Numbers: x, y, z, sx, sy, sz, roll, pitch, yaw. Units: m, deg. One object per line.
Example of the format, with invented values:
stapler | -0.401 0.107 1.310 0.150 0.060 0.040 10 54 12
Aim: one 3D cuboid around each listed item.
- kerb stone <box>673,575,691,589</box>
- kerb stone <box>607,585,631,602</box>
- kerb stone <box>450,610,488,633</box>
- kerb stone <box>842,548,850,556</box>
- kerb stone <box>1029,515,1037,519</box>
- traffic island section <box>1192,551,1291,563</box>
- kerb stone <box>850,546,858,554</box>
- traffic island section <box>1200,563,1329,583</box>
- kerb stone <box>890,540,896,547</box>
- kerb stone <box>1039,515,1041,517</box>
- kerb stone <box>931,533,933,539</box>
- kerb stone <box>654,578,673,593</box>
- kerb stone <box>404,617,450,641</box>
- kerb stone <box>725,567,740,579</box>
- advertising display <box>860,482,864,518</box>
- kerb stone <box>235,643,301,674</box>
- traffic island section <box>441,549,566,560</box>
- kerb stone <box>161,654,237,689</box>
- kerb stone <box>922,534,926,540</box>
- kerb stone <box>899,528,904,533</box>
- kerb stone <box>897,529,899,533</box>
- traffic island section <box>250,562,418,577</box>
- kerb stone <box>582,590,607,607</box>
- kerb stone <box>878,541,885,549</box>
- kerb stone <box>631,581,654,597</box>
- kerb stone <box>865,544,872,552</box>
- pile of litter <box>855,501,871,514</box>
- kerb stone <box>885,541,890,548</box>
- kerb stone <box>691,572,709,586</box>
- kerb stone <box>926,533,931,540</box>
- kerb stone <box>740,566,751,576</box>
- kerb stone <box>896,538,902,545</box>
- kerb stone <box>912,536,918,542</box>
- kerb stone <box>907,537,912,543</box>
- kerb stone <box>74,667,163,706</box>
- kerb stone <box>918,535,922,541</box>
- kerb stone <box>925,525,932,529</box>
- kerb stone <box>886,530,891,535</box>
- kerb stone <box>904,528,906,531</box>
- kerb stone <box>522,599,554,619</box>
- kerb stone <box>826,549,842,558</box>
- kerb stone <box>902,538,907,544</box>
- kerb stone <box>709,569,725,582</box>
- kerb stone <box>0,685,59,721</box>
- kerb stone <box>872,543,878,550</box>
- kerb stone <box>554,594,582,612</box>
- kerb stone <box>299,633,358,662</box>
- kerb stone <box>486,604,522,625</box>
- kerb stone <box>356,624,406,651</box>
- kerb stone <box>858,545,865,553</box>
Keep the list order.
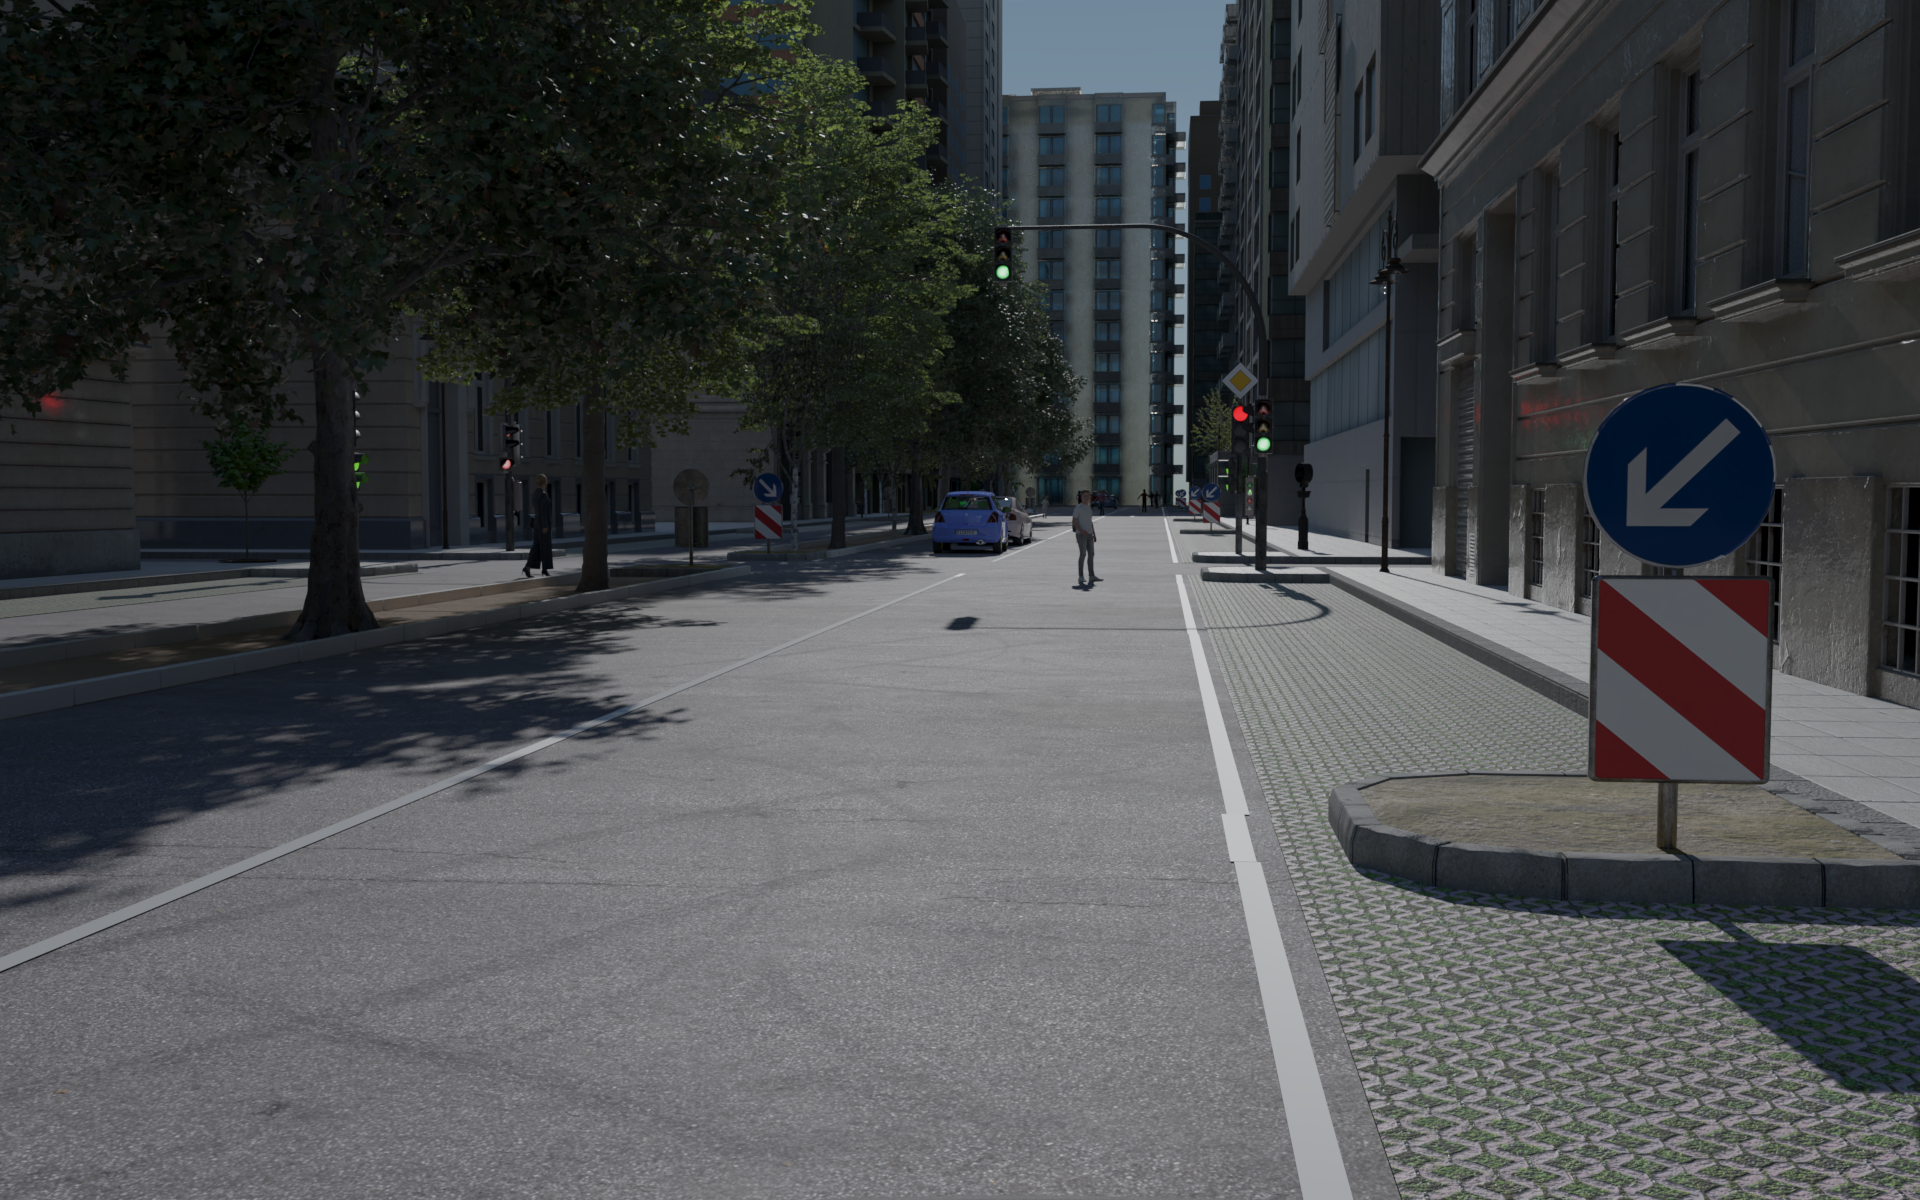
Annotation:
kerb stone | -4.340 -0.262 26.475 0.120 0.150 1.000 0 4 7
kerb stone | -4.690 -0.070 23.418 0.120 0.150 1.000 0 4 7
kerb stone | -5.275 0.241 18.327 0.120 0.150 1.000 0 4 7
kerb stone | -2.757 -1.103 40.223 0.120 0.150 1.000 0 4 7
kerb stone | 4.267 -4.842 101.358 0.120 0.150 1.000 0 4 7
traffic island section | 5.993 -0.908 37.124 2.009 0.180 2.903 0 4 7
kerb stone | -2.643 -1.163 41.239 0.120 0.150 1.000 0 4 7
traffic island section | 5.081 -0.423 29.191 2.009 0.180 2.903 0 4 7
kerb stone | -1.941 -1.538 47.342 0.120 0.150 1.000 0 4 7
kerb stone | 4.625 -5.023 104.405 0.120 0.150 1.000 0 4 7
kerb stone | -0.996 -2.036 55.510 0.120 0.150 1.000 0 4 7
kerb stone | -4.451 -0.198 25.459 0.120 0.150 1.000 0 4 7
kerb stone | -5.386 0.299 17.306 0.120 0.150 1.000 0 4 7
kerb stone | -3.982 -0.449 29.532 0.120 0.150 1.000 0 4 7
advertising display | -5.321 -5.427 93.941 0.123 1.923 0.974 0 4 -7
kerb stone | -5.744 0.492 14.242 0.120 0.150 1.000 0 4 7
traffic island section | -10.141 -1.021 38.978 2.009 0.180 2.903 0 4 7
kerb stone | -5.863 0.554 13.222 0.120 0.150 1.000 0 4 7
kerb stone | -1.239 -1.913 53.471 0.120 0.150 1.000 0 4 7
kerb stone | -2.274 -2.481 62.856 0.120 0.150 1.000 0 4 7
kerb stone | -2.390 -2.425 61.838 0.120 0.150 1.000 0 4 7
traffic island section | -11.054 -0.536 31.045 2.009 0.180 2.903 0 4 7
kerb stone | -4.809 -0.012 22.397 0.120 0.150 1.000 0 4 7
kerb stone | -2.171 -1.413 45.304 0.120 0.150 1.000 0 4 7
kerb stone | -4.566 -0.137 24.443 0.120 0.150 1.000 0 4 7
kerb stone | -2.405 -1.289 43.270 0.120 0.150 1.000 0 4 7
pile of litter | -6.405 -5.841 109.472 1.719 0.858 1.176 1 4 17
kerb stone | -2.068 -1.476 46.321 0.120 0.150 1.000 0 4 7
kerb stone | -4.218 -0.324 27.498 0.120 0.150 1.000 0 4 7
kerb stone | -1.115 -1.975 54.486 0.120 0.150 1.000 0 4 7
kerb stone | -3.865 -0.509 30.553 0.120 0.150 1.000 0 4 7
kerb stone | -1.822 -1.601 48.367 0.120 0.150 1.000 0 4 7
kerb stone | -1.465 -1.788 51.428 0.120 0.150 1.000 0 4 7
kerb stone | -1.588 -1.726 50.413 0.120 0.150 1.000 0 4 7
kerb stone | -5.980 0.614 12.207 0.120 0.150 1.000 0 4 7
kerb stone | -1.355 -1.849 52.450 0.120 0.150 1.000 0 4 7
kerb stone | -1.216 -3.047 72.027 0.120 0.150 1.000 0 4 7
kerb stone | -2.616 -2.297 59.802 0.120 0.150 1.000 0 4 7
kerb stone | -2.148 -2.549 63.874 0.120 0.150 1.000 0 4 7
kerb stone | -5.036 0.114 20.365 0.120 0.150 1.000 0 4 7
kerb stone | -2.882 -1.039 39.195 0.120 0.150 1.000 0 4 7
kerb stone | -1.702 -1.663 49.394 0.120 0.150 1.000 0 4 7
kerb stone | -4.102 -0.386 28.513 0.120 0.150 1.000 0 4 7
kerb stone | -6.092 0.675 11.181 0.120 0.150 1.000 0 4 7
kerb stone | -2.293 -1.351 44.286 0.120 0.150 1.000 0 4 7
kerb stone | -4.923 0.052 21.380 0.120 0.150 1.000 0 4 7
kerb stone | -5.619 0.427 15.263 0.120 0.150 1.000 0 4 7
kerb stone | -5.158 0.175 19.342 0.120 0.150 1.000 0 4 7
kerb stone | -5.507 0.362 16.285 0.120 0.150 1.000 0 4 7
kerb stone | -2.525 -1.227 42.254 0.120 0.150 1.000 0 4 7
